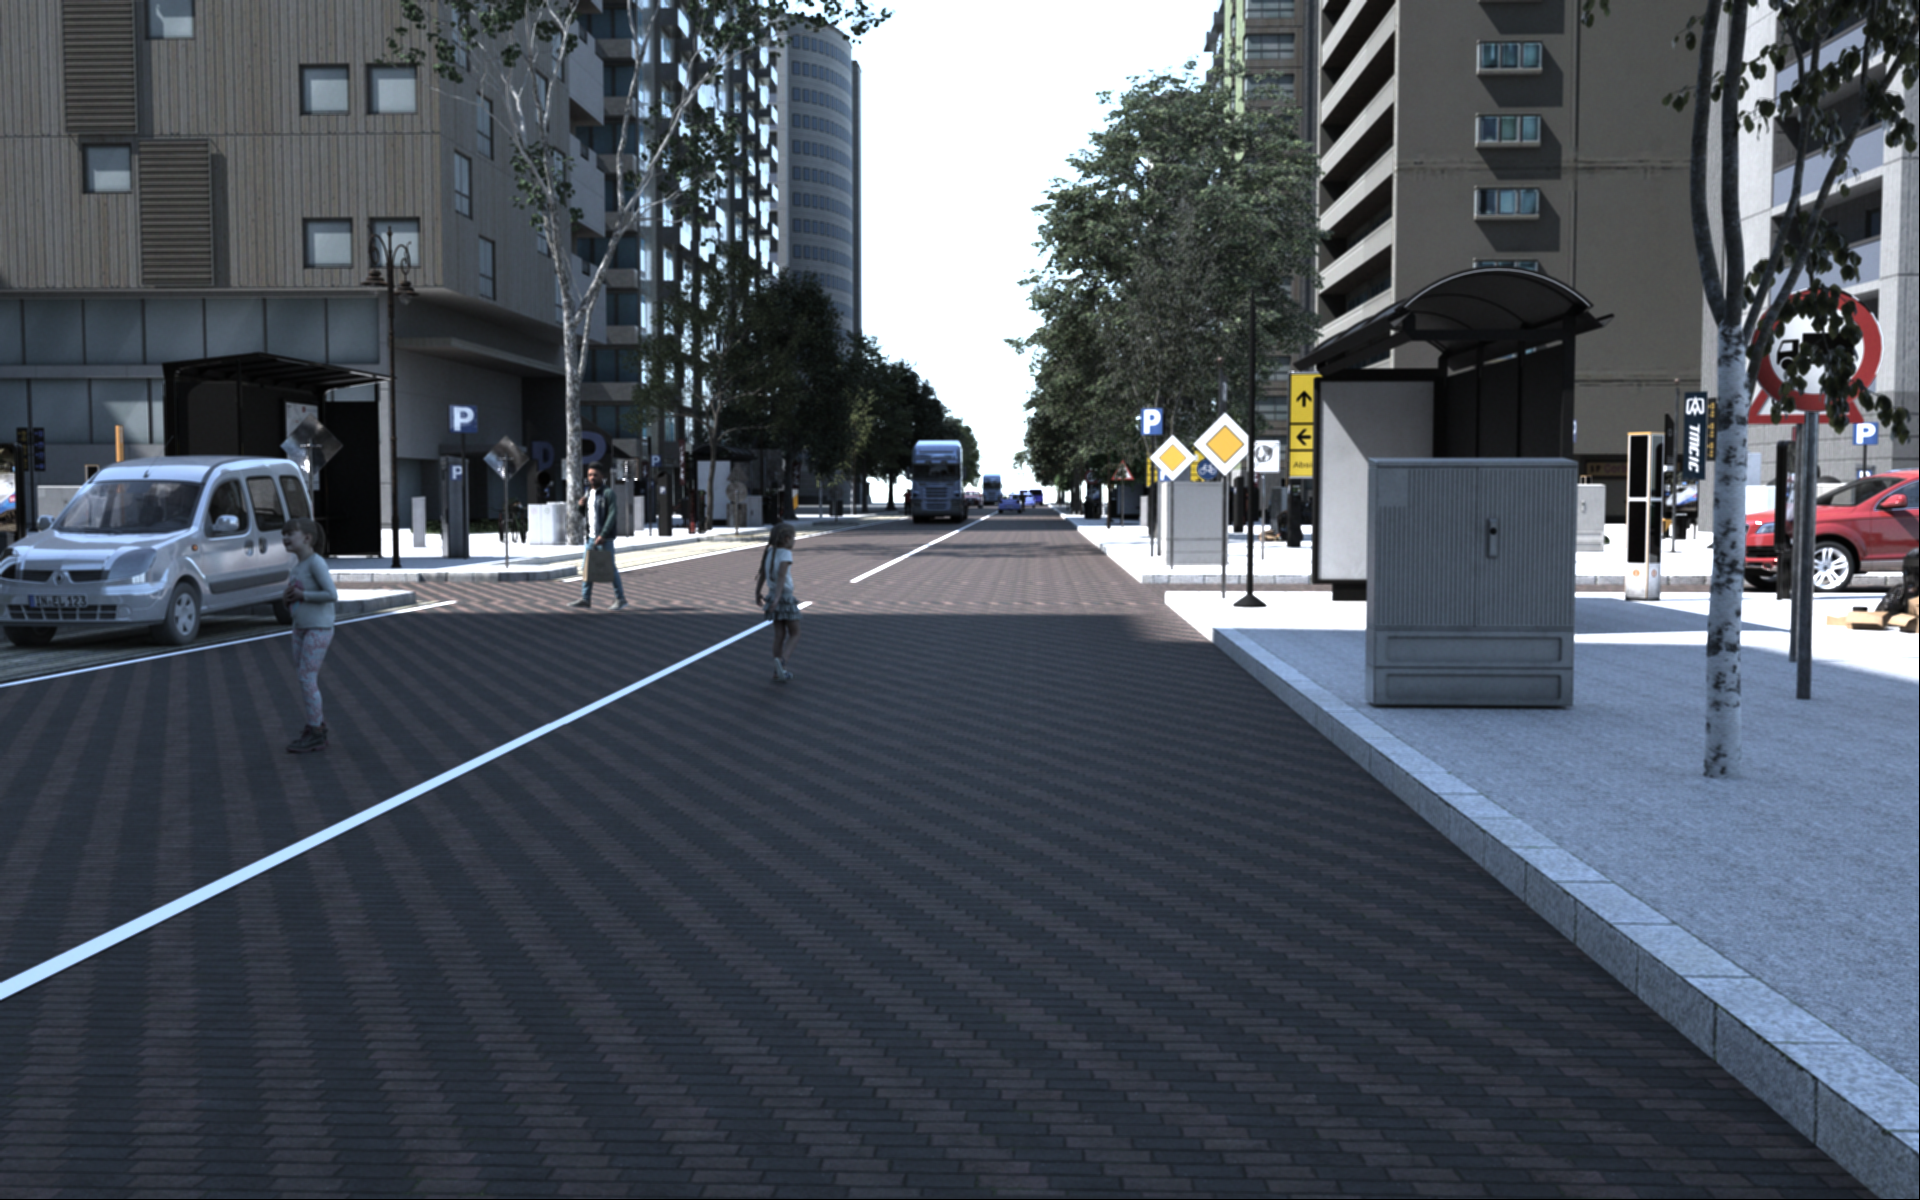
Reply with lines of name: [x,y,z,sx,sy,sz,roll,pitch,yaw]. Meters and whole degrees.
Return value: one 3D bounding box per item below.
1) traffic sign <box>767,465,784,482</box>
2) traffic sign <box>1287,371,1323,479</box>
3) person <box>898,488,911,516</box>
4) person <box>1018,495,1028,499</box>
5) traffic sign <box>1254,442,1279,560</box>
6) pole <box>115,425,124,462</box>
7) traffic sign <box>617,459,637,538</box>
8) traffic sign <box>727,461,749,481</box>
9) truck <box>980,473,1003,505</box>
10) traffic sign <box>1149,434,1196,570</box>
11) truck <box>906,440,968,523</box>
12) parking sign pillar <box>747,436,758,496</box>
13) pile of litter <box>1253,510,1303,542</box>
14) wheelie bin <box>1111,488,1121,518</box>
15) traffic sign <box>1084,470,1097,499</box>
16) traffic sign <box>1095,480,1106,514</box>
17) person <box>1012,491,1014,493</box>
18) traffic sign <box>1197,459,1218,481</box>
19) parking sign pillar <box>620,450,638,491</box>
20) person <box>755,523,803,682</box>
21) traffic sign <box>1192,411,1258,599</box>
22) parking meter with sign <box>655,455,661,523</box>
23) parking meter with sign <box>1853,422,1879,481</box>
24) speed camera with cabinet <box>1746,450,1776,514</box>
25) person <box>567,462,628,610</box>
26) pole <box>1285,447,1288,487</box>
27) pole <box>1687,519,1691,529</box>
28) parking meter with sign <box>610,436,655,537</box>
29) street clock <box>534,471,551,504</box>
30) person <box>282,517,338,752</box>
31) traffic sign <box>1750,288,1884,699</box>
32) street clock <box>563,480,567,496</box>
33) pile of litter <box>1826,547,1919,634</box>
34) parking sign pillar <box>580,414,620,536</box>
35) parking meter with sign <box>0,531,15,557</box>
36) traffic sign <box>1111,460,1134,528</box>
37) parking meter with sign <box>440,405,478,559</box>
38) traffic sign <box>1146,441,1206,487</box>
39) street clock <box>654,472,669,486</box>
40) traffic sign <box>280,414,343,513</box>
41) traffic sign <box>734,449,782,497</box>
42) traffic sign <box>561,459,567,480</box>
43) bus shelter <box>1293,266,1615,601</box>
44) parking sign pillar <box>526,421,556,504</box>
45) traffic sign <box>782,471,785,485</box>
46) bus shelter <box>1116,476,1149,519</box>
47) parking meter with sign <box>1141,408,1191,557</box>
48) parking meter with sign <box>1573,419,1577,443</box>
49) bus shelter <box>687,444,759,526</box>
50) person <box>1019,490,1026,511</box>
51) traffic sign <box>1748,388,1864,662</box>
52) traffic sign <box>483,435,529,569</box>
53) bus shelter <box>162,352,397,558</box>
traffic sign: [-8.040,-4.615,75.554,0.768,2.556,0.104,0,4,3]
traffic sign: [6.550,-2.125,28.616,2.265,3.308,0.079,1,4,10]
person: [-3.413,-6.427,113.521,1.348,1.831,0.705,0,4,-3]
person: [6.199,-10.083,174.077,1.217,1.735,0.721,0,4,8]
traffic sign: [5.859,-1.916,33.463,0.606,2.300,0.079,1,4,9]
pole: [-24.950,-3.526,51.493,0.158,3.312,0.155,0,3,0]
traffic sign: [-9.708,-2.959,50.502,0.606,2.300,0.079,0,4,3]
traffic sign: [-8.871,-4.224,69.066,0.884,2.594,0.081,0,4,5]
truck: [4.515,-14.664,229.508,2.967,4.110,18.799,0,4,3]
traffic sign: [3.569,-1.559,29.139,0.795,2.450,0.064,0,4,2]
truck: [-0.950,-6.301,92.779,2.967,4.110,18.799,0,4,1]
parking sign pillar: [-9.725,-5.618,80.319,1.447,3.967,1.447,0,4,8]
pile of litter: [8.651,-2.034,47.228,1.719,0.858,1.176,-2,4,-24]
wheelie bin: [8.296,-5.102,91.325,0.980,1.594,0.693,2,4,30]
traffic sign: [6.835,-5.494,89.934,0.768,2.556,0.104,0,4,5]
traffic sign: [7.325,-5.546,90.681,0.884,2.594,0.081,1,4,9]
person: [4.501,-8.400,146.775,0.436,1.711,0.756,-1,4,-20]
traffic sign: [8.831,-3.774,61.803,0.768,2.556,0.104,1,4,8]
parking sign pillar: [-18.226,-6.475,94.341,1.447,3.967,1.447,-1,4,-13]
person: [-1.443,0.011,13.336,0.505,1.210,0.382,3,5,44]
traffic sign: [3.227,-1.071,21.161,0.795,2.450,0.064,0,4,2]
parking meter with sign: [-13.949,-4.970,77.527,0.543,3.016,1.738,-2,4,-32]
parking meter with sign: [22.411,-2.848,42.819,0.543,3.016,1.738,2,4,31]
speed camera with cabinet: [16.633,-2.559,36.170,0.660,3.252,2.038,0,4,0]
person: [-4.395,-0.774,21.147,0.713,1.824,0.794,-2,4,-32]
pole: [14.062,-4.929,74.428,0.158,3.312,0.155,0,3,0]
pole: [26.832,-4.279,63.802,0.158,3.312,0.155,0,3,0]
parking meter with sign: [-10.183,-3.422,52.205,1.738,3.016,0.543,-1,4,-10]
street clock: [-13.090,-3.044,54.340,0.471,2.002,0.358,-3,5,-44]
person: [-3.676,0.186,9.742,0.425,1.301,0.394,2,4,24]
traffic sign: [5.286,-0.652,10.774,0.768,2.556,0.104,1,4,11]
street clock: [-14.943,-3.778,66.339,0.471,2.002,0.358,2,4,32]
pile of litter: [8.945,-0.145,16.329,1.176,0.858,1.719,0,4,2]
parking sign pillar: [-11.435,-3.985,53.625,1.447,3.967,1.447,0,4,-5]
parking meter with sign: [-11.623,-1.417,19.421,1.738,3.016,0.543,-1,4,-15]
traffic sign: [6.148,-4.001,65.428,0.884,2.594,0.081,1,4,12]
parking meter with sign: [-10.116,-2.355,34.759,0.543,3.016,1.738,-2,4,-27]
traffic sign: [8.147,-4.376,65.427,2.265,3.308,0.079,0,4,6]
street clock: [-9.583,-3.130,55.739,0.471,2.002,0.358,-3,5,-40]
traffic sign: [-8.106,-1.102,21.665,0.795,2.450,0.064,0,4,2]
traffic sign: [-9.174,-5.185,78.654,2.265,3.308,0.079,1,4,10]
traffic sign: [-11.222,-2.934,50.099,0.606,2.300,0.079,0,4,4]
bus shelter: [4.894,-1.482,18.162,2.014,3.302,5.546,0,4,3]
parking sign pillar: [-15.500,-4.628,64.134,1.447,3.967,1.447,1,4,18]
traffic sign: [-9.455,-5.730,93.791,0.768,2.556,0.104,0,4,8]
bus shelter: [8.545,-5.564,84.890,2.014,3.302,5.546,0,4,2]
parking meter with sign: [4.455,-2.420,35.829,0.543,3.016,1.738,3,5,41]
parking meter with sign: [13.526,-2.722,40.763,1.738,3.016,0.543,2,4,31]
bus shelter: [-9.809,-4.779,72.066,2.014,3.302,5.546,0,4,3]
person: [5.295,-8.373,145.956,0.434,1.755,0.990,3,5,40]
traffic sign: [6.378,-0.805,13.172,0.884,2.594,0.081,0,4,6]
traffic sign: [-7.764,-1.590,29.643,0.795,2.450,0.064,0,4,2]
bus shelter: [-12.289,-2.478,31.806,1.731,3.624,6.357,0,4,3]
